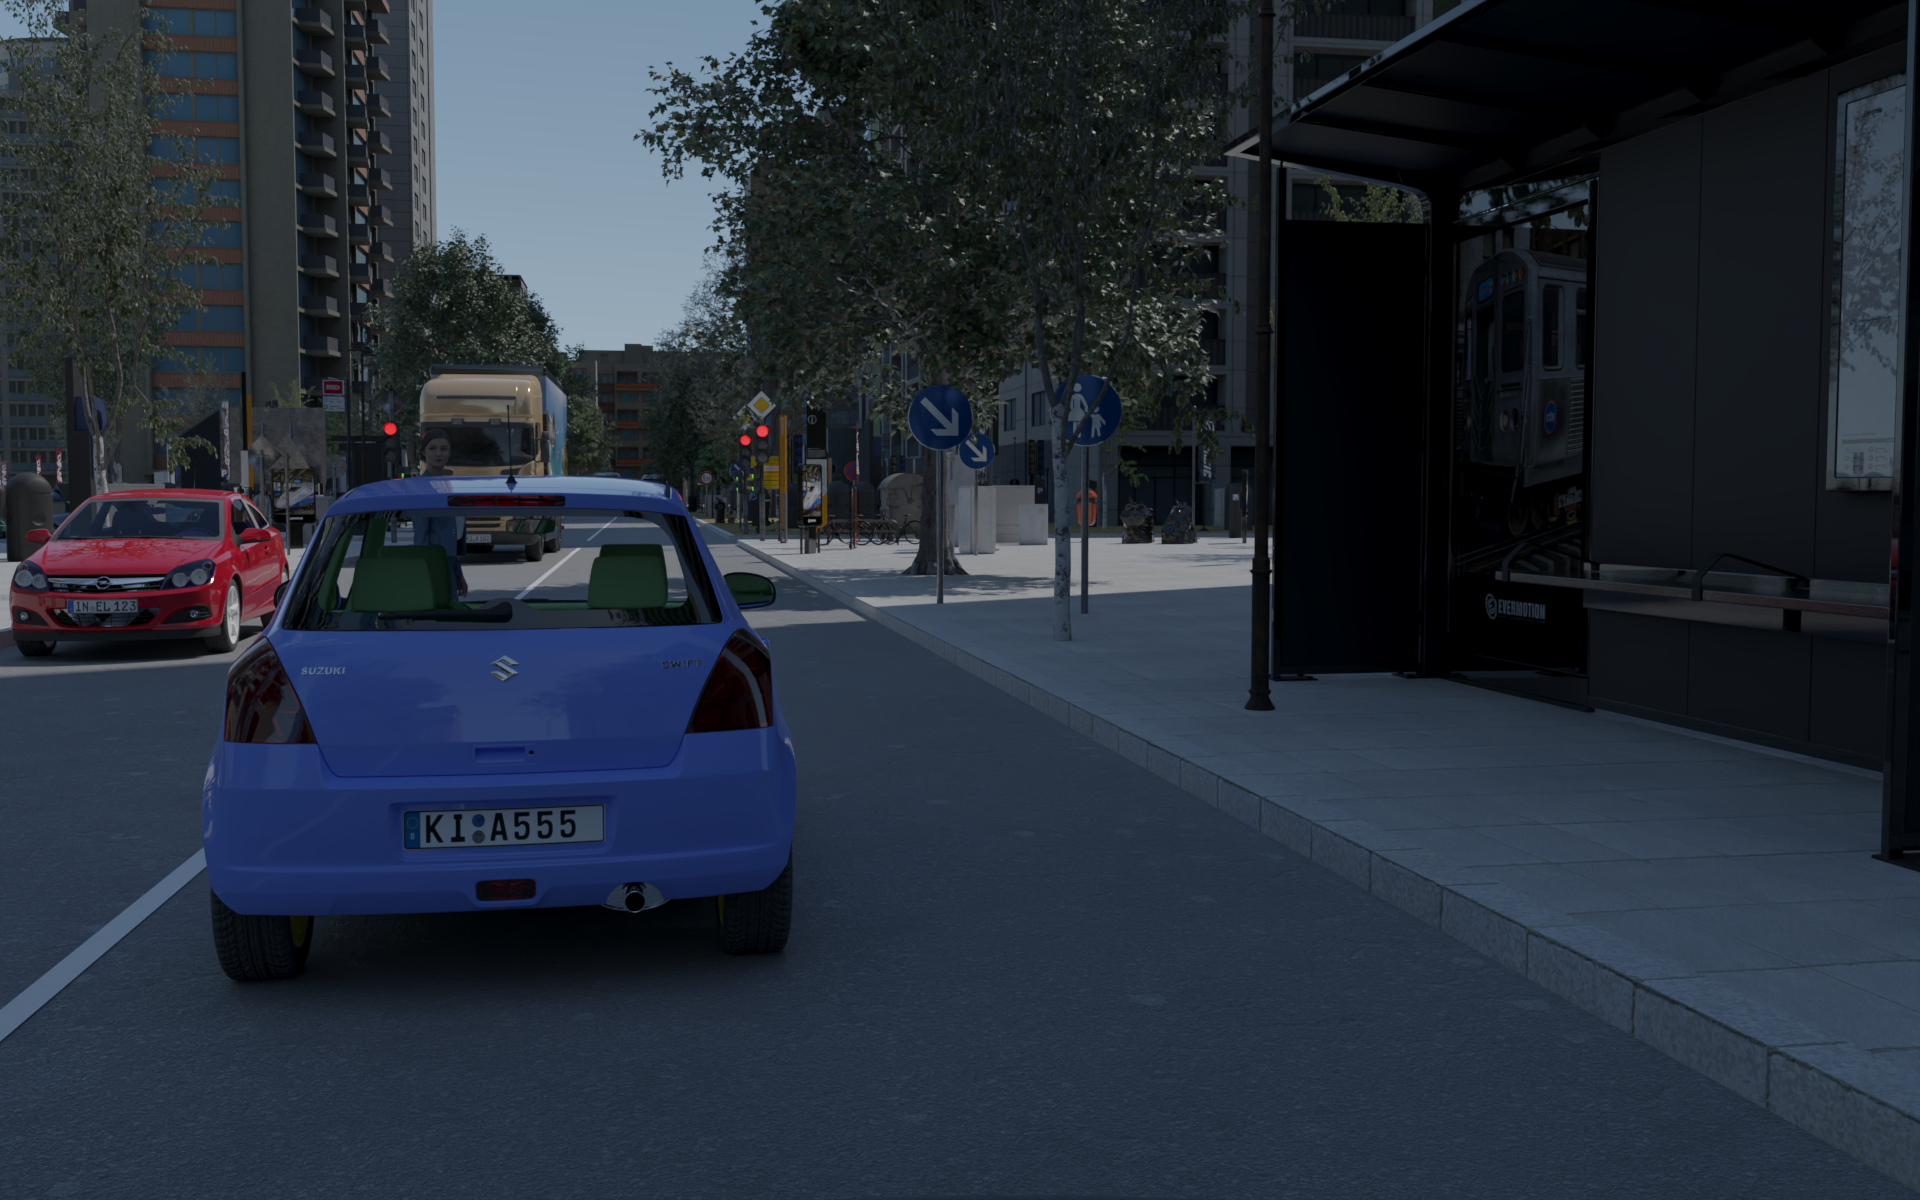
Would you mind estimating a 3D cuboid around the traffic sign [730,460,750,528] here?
[{"bbox_3d":[-8.262,-3.976,65.121,0.768,2.556,0.104,0,4,-8],"label":"traffic sign"}]

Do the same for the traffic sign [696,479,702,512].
[{"bbox_3d":[-18.439,-7.552,123.587,0.768,2.556,0.104,0,4,-8],"label":"traffic sign"}]

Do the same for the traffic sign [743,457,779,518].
[{"bbox_3d":[-10.399,-6.014,92.208,2.265,3.308,0.079,0,4,-6],"label":"traffic sign"}]

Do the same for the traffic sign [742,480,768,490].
[{"bbox_3d":[-13.629,-7.341,113.906,2.265,3.308,0.079,0,4,-6],"label":"traffic sign"}]

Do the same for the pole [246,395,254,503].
[{"bbox_3d":[-14.701,-2.566,35.799,0.158,3.312,0.155,0,3,0],"label":"pole"}]

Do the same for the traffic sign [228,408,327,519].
[{"bbox_3d":[-16.104,-2.873,40.848,2.265,3.308,0.079,0,4,-4],"label":"traffic sign"}]

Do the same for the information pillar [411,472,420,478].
[{"bbox_3d":[-18.066,-3.260,57.801,0.304,2.012,0.304,2,4,35],"label":"information pillar"}]

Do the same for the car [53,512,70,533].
[{"bbox_3d":[-22.981,-2.157,47.267,4.499,1.417,2.014,-1,4,-11],"label":"car"}]

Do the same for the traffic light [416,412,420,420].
[{"bbox_3d":[-16.295,-3.937,53.285,0.839,4.253,0.868,-1,4,-10],"label":"traffic light"}]

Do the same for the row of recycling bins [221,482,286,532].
[{"bbox_3d":[-24.313,-3.167,58.890,3.534,1.692,1.069,0,4,5],"label":"row of recycling bins"}]

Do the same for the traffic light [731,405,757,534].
[{"bbox_3d":[-6.841,-4.043,55.017,0.839,4.253,0.868,-1,4,-10],"label":"traffic light"}]

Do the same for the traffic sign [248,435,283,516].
[{"bbox_3d":[-13.686,-2.006,33.981,0.795,2.450,0.064,0,4,-4],"label":"traffic sign"}]

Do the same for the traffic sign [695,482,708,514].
[{"bbox_3d":[-16.337,-6.716,109.811,0.884,2.594,0.081,0,4,-2],"label":"traffic sign"}]

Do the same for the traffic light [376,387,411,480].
[{"bbox_3d":[-14.864,-3.456,45.429,0.839,4.253,0.868,-1,4,-10],"label":"traffic light"}]

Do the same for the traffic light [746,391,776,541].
[{"bbox_3d":[-5.410,-3.562,47.160,0.839,4.253,0.868,-1,4,-10],"label":"traffic light"}]

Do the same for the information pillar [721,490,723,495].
[{"bbox_3d":[-17.662,-8.365,128.123,0.183,3.616,0.504,1,4,20],"label":"information pillar"}]

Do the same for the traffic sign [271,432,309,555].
[{"bbox_3d":[-14.026,-2.209,36.115,0.884,2.594,0.081,0,4,-8],"label":"traffic sign"}]

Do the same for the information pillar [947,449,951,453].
[{"bbox_3d":[-0.469,-4.829,70.305,0.183,3.616,0.504,-3,4,-38],"label":"information pillar"}]

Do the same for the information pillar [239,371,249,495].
[{"bbox_3d":[-13.736,-2.563,33.257,0.183,3.616,0.504,-2,4,-28],"label":"information pillar"}]

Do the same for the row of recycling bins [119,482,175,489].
[{"bbox_3d":[-28.929,-3.278,60.712,3.534,1.692,1.069,1,4,14],"label":"row of recycling bins"}]

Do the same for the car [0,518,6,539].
[{"bbox_3d":[-28.509,-2.342,47.094,4.718,1.807,1.959,-1,4,-12],"label":"car"}]

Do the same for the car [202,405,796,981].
[{"bbox_3d":[-1.624,0.188,6.522,1.945,1.707,3.694,-1,4,-12],"label":"car"}]

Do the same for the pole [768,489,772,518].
[{"bbox_3d":[-10.343,-6.136,94.164,0.158,3.312,0.155,0,3,0],"label":"pole"}]

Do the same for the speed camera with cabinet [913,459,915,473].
[{"bbox_3d":[-2.682,-6.277,96.957,0.660,3.252,2.038,1,4,23],"label":"speed camera with cabinet"}]

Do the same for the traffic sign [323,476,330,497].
[{"bbox_3d":[-21.433,-3.567,58.420,0.768,2.556,0.104,0,4,-3],"label":"traffic sign"}]

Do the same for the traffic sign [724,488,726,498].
[{"bbox_3d":[-17.650,-7.951,130.110,0.768,2.556,0.104,-1,4,-9],"label":"traffic sign"}]

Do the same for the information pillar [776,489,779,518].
[{"bbox_3d":[-9.683,-5.418,93.069,0.304,2.012,0.304,3,5,41],"label":"information pillar"}]

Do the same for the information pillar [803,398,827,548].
[{"bbox_3d":[-3.443,-3.062,41.421,0.504,3.616,0.183,0,4,-2],"label":"information pillar"}]

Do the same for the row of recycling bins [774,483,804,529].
[{"bbox_3d":[-4.959,-3.494,64.235,3.534,1.692,1.069,1,4,20],"label":"row of recycling bins"}]

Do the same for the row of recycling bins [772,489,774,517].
[{"bbox_3d":[-9.797,-5.503,97.083,1.069,1.692,3.534,-2,4,-30],"label":"row of recycling bins"}]

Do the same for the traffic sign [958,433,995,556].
[{"bbox_3d":[0.336,-2.197,36.026,0.768,2.556,0.104,-1,4,-8],"label":"traffic sign"}]

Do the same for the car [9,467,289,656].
[{"bbox_3d":[-7.731,-0.474,16.794,2.155,1.783,4.494,-1,4,-12],"label":"car"}]

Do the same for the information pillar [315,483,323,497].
[{"bbox_3d":[-25.029,-3.859,67.594,0.304,2.012,0.304,1,4,18],"label":"information pillar"}]

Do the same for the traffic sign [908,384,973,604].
[{"bbox_3d":[-0.232,-1.231,20.226,0.768,2.556,0.104,0,4,-7],"label":"traffic sign"}]

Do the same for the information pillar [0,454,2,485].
[{"bbox_3d":[-56.903,-6.806,102.625,0.504,3.616,0.183,2,4,27],"label":"information pillar"}]

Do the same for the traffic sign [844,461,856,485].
[{"bbox_3d":[-4.066,-4.066,66.583,0.768,2.556,0.104,-1,4,-9],"label":"traffic sign"}]

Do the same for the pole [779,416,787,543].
[{"bbox_3d":[-4.596,-3.132,45.052,0.158,3.312,0.155,0,3,0],"label":"pole"}]

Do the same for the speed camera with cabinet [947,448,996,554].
[{"bbox_3d":[0.228,-2.658,37.798,0.660,3.252,2.038,-1,4,-16],"label":"speed camera with cabinet"}]

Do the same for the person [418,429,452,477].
[{"bbox_3d":[-3.197,-0.117,10.441,0.654,1.822,0.581,1,4,20],"label":"person"}]

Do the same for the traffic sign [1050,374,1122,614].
[{"bbox_3d":[1.336,-1.125,18.493,0.768,2.556,0.104,0,4,-1],"label":"traffic sign"}]

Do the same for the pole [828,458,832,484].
[{"bbox_3d":[-7.330,-6.350,97.671,0.158,3.312,0.155,0,3,0],"label":"pole"}]

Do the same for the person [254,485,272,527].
[{"bbox_3d":[-19.260,-2.347,47.869,0.522,1.701,0.512,3,5,44],"label":"person"}]

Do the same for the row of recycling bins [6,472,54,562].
[{"bbox_3d":[-19.019,-1.558,32.578,3.534,1.692,1.069,-1,4,-20],"label":"row of recycling bins"}]

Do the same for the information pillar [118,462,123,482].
[{"bbox_3d":[-59.082,-7.987,121.948,0.504,3.616,0.183,2,4,32],"label":"information pillar"}]

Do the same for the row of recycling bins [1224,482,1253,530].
[{"bbox_3d":[10.053,-3.395,62.622,1.069,1.692,3.534,1,4,8],"label":"row of recycling bins"}]

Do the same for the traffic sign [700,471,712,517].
[{"bbox_3d":[-14.158,-5.917,96.842,0.768,2.556,0.104,0,4,-2],"label":"traffic sign"}]

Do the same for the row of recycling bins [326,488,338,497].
[{"bbox_3d":[-41.304,-6.729,117.132,1.069,1.692,3.534,2,4,31],"label":"row of recycling bins"}]

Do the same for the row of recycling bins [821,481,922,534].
[{"bbox_3d":[-2.720,-3.019,56.476,3.534,1.692,1.069,-2,4,-28],"label":"row of recycling bins"}]

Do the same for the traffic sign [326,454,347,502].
[{"bbox_3d":[-20.037,-3.388,55.494,0.768,2.556,0.104,0,4,-5],"label":"traffic sign"}]
